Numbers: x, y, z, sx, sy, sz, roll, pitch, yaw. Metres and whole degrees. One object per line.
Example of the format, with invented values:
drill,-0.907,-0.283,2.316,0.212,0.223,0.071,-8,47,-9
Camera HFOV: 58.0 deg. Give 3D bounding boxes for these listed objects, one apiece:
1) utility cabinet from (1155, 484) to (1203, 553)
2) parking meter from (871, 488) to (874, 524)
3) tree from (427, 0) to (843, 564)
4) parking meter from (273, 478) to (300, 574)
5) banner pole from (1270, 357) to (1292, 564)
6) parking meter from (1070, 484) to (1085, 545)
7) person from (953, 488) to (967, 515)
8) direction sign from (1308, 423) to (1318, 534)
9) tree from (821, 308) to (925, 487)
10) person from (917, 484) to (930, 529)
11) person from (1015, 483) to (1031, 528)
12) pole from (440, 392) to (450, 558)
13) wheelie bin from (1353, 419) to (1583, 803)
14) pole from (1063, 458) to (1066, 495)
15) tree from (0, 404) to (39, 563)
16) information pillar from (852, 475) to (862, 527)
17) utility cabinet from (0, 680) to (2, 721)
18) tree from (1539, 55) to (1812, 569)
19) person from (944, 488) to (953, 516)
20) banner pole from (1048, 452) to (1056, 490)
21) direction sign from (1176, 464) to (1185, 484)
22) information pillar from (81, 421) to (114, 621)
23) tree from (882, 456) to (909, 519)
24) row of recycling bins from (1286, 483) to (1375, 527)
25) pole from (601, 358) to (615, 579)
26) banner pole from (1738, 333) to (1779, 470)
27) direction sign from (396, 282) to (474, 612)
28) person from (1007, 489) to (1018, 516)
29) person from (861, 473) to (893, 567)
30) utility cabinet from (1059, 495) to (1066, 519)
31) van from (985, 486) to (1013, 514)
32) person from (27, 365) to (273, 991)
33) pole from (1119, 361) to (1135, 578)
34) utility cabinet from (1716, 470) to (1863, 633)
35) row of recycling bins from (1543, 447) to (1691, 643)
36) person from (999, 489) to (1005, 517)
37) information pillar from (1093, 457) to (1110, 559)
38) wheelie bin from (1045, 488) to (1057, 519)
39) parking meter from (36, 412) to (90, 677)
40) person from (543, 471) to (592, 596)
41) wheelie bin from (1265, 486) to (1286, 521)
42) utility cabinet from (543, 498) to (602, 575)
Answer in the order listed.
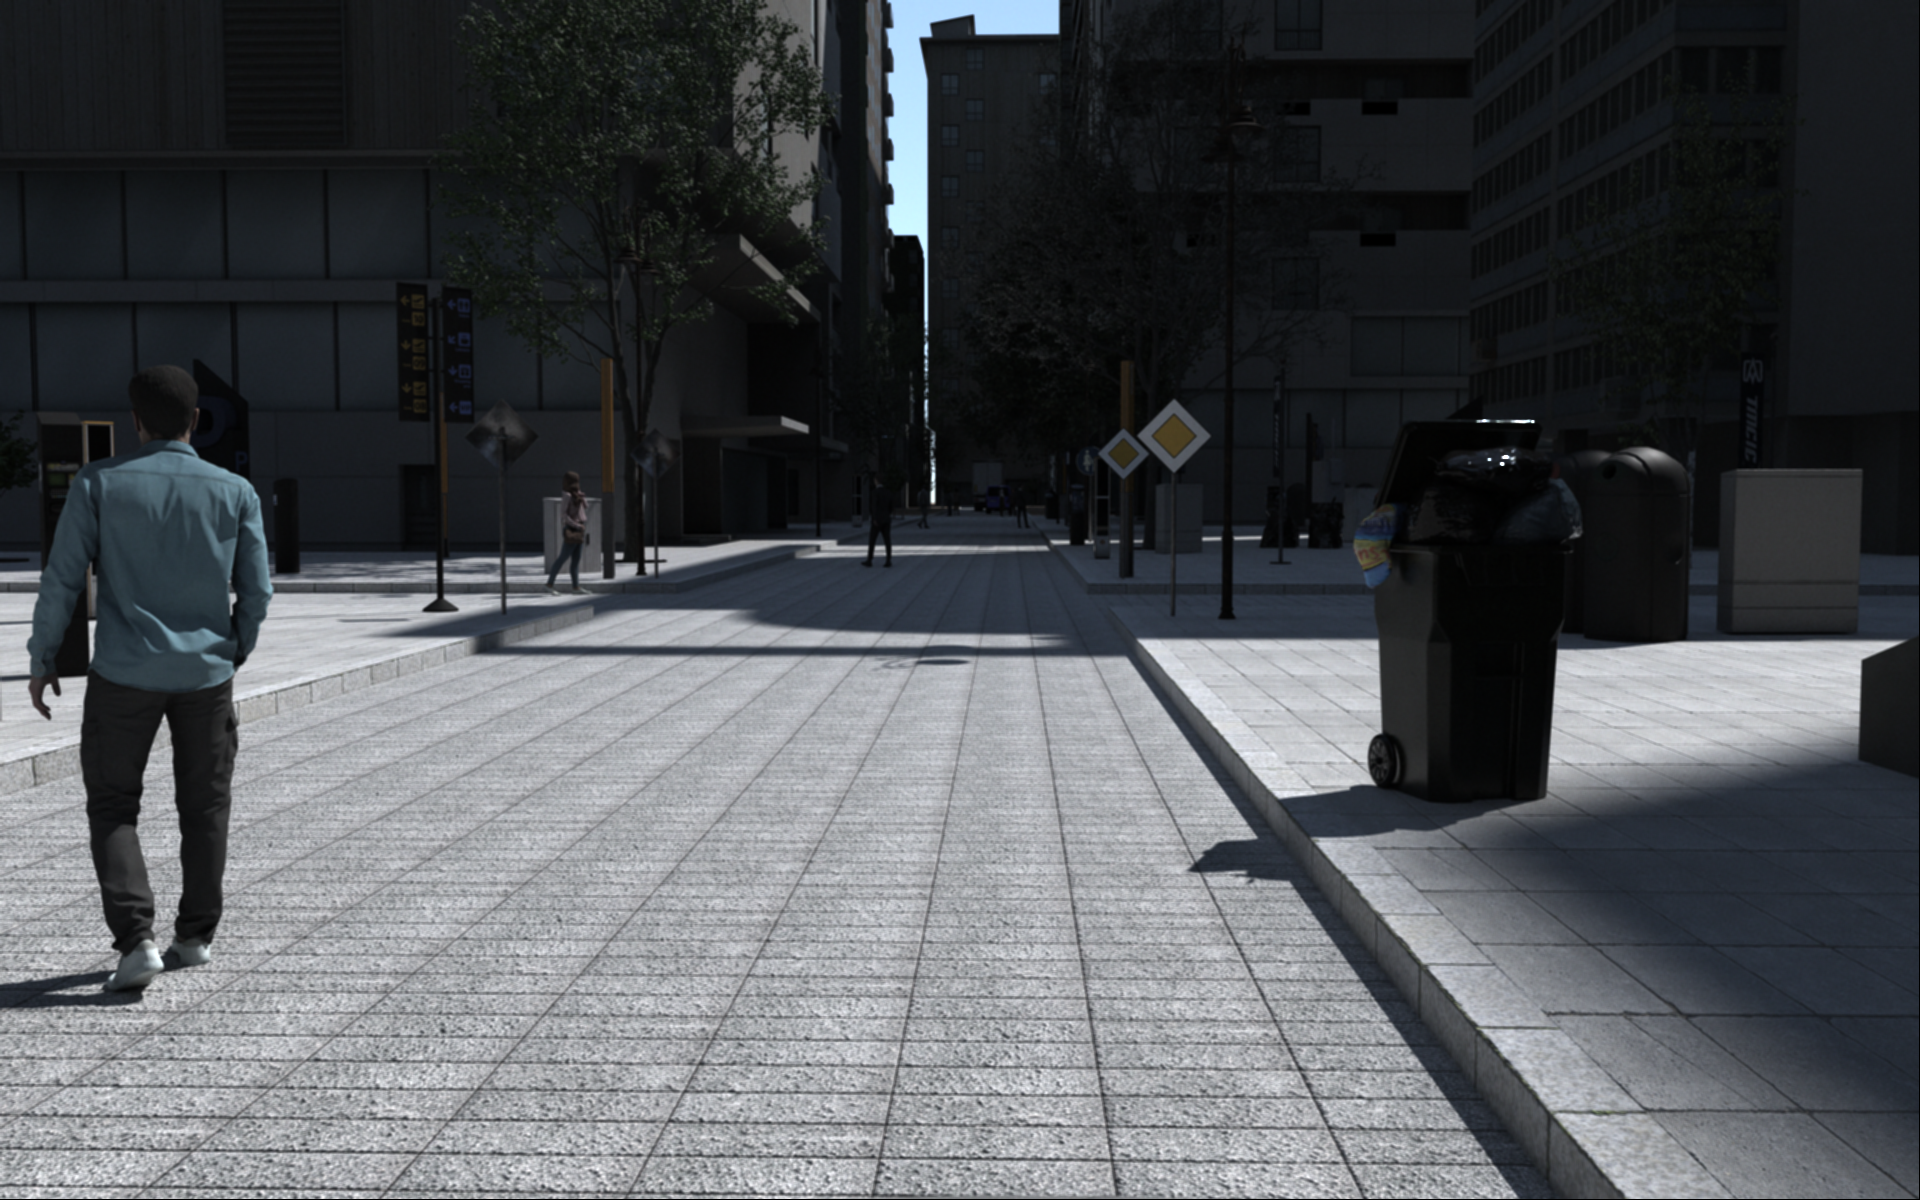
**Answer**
utility cabinet,4.733,-1.761,37.477,1.173,1.500,0.318,-3,5,-40
parking meter,-3.578,-3.960,73.150,0.372,1.533,0.369,0,3,0
tree,-6.042,-6.513,32.243,9.928,11.665,9.643,0,3,0
parking meter,-10.903,-1.201,28.041,0.372,1.533,0.369,0,3,0
banner pole,5.882,-2.566,31.976,0.401,3.779,0.863,0,4,-4
parking meter,2.949,-2.145,43.475,0.372,1.533,0.369,0,3,0
person,-0.218,-6.688,117.852,1.348,1.824,0.705,1,4,18
direction sign,11.371,-3.886,55.526,0.379,3.537,0.876,1,4,21
tree,-3.912,-7.281,69.409,4.360,8.622,3.978,0,3,0
person,-1.486,-3.881,72.048,0.679,1.850,0.850,3,5,41
person,2.643,-4.003,73.316,0.648,1.900,0.474,3,5,41
pole,-10.377,-2.500,34.725,0.158,3.312,0.155,0,3,0
wheelie bin,2.203,0.030,7.412,0.980,1.594,0.693,-1,4,-12
pole,5.944,-6.405,98.561,0.158,3.312,0.155,0,3,0
tree,-18.177,-2.327,32.649,1.663,3.219,1.824,0,3,0
information pillar,-3.951,-3.797,66.568,0.304,2.012,0.304,-2,4,-26
utility cabinet,-5.944,0.086,9.752,1.020,1.237,0.306,1,4,12
tree,12.438,-4.854,29.719,4.737,8.622,4.395,0,3,0
person,-0.703,-6.378,112.866,0.705,1.814,1.350,-1,4,-23
banner pole,5.044,-6.492,96.164,0.401,3.779,0.863,-2,4,-34
direction sign,8.418,-4.543,66.269,0.379,3.537,0.876,-1,4,-17
information pillar,-8.830,-0.806,17.665,0.304,2.012,0.304,3,4,36
tree,-3.459,-5.699,87.782,1.663,3.219,1.824,0,3,0
row of recycling bins,14.154,-3.593,65.853,3.534,1.692,1.069,-1,4,-11
pole,-5.317,-1.976,26.151,0.158,3.312,0.155,0,3,0
banner pole,12.427,-2.258,26.936,0.863,3.779,0.401,-1,4,-17
direction sign,-5.690,-1.644,18.869,0.876,3.537,0.379,-3,5,-44
person,3.412,-6.315,112.299,0.990,1.755,0.434,3,5,39
person,-1.619,-1.573,33.997,0.659,1.850,0.755,-3,5,-41
utility cabinet,5.193,-4.852,90.494,1.020,1.237,0.306,-2,4,-24
van,2.893,-7.481,126.692,2.240,2.365,5.245,0,4,3
person,-2.387,0.206,5.153,0.660,1.820,0.620,-3,4,-37
pole,2.566,-2.003,26.593,0.158,3.312,0.155,0,3,0
utility cabinet,7.604,-0.442,15.902,1.173,1.500,0.318,0,4,-2
row of recycling bins,5.791,-0.583,16.646,1.069,1.692,3.534,-1,4,-10
person,2.731,-6.132,109.481,0.721,1.736,1.217,0,4,3
information pillar,2.806,-1.820,34.244,0.304,2.012,0.304,0,4,-1
wheelie bin,4.670,-4.939,88.655,0.693,1.594,0.980,0,4,-2
parking meter,-6.322,-0.397,12.209,0.255,1.863,0.399,-2,4,-33
person,-5.577,-0.946,24.565,0.643,1.750,0.593,0,4,-4
wheelie bin,12.474,-3.694,68.311,0.980,1.594,0.693,1,4,20
utility cabinet,-6.259,-1.032,28.033,0.306,1.237,1.020,2,4,33
